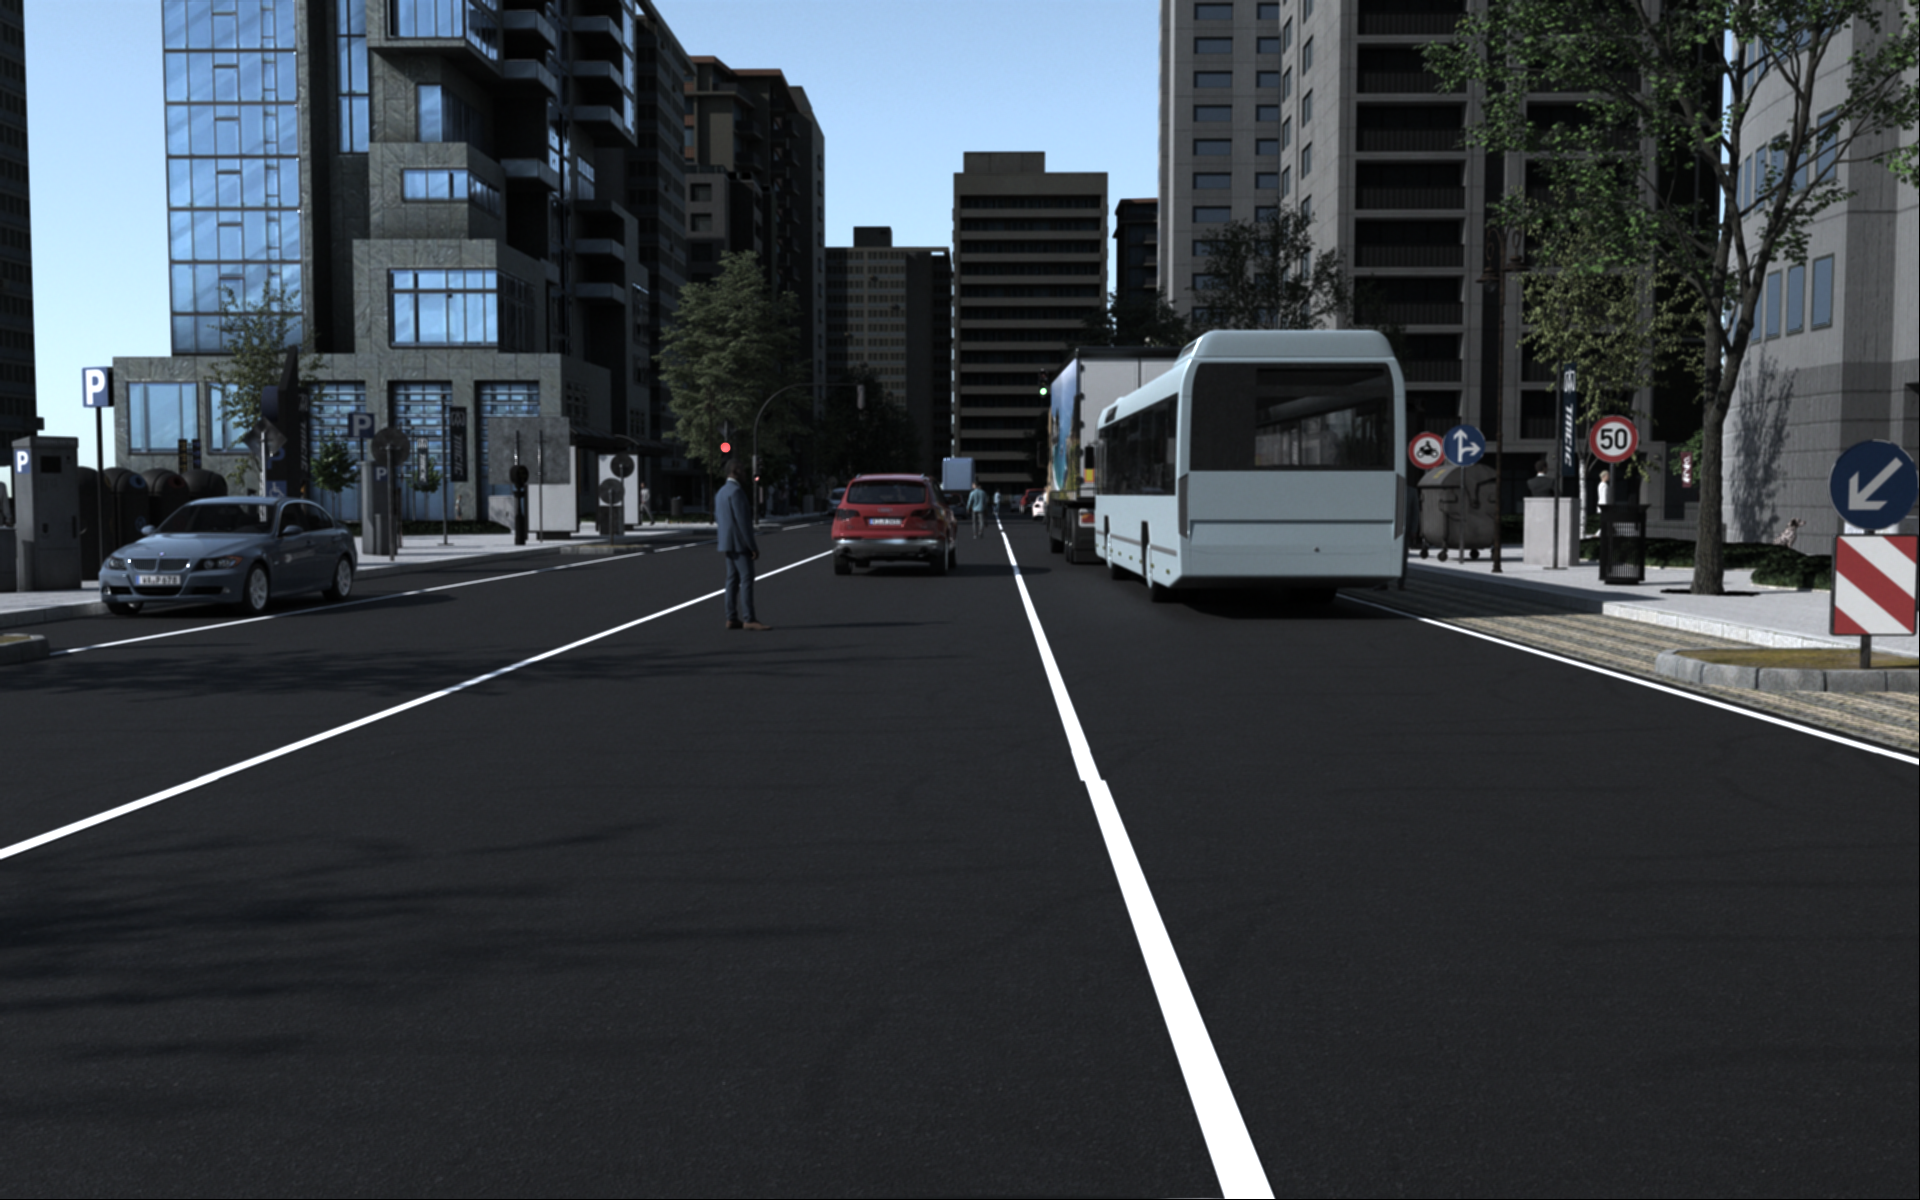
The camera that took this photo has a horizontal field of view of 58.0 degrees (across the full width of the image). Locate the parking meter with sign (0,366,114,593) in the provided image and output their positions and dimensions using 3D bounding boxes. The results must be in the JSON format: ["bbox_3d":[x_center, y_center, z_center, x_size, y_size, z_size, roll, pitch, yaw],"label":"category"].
[{"bbox_3d":[-12.225,-1.643,23.129,0.543,3.016,1.738,2,4,28],"label":"parking meter with sign"}]

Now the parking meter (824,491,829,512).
[{"bbox_3d":[-9.735,-7.206,126.221,0.372,1.533,0.369,0,3,0],"label":"parking meter"}]

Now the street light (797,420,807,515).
[{"bbox_3d":[-9.820,-8.243,107.554,0.468,5.910,1.993,0,4,1],"label":"street light"}]

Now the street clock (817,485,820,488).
[{"bbox_3d":[-11.522,-8.321,140.618,0.358,2.002,0.471,-2,4,-27],"label":"street clock"}]

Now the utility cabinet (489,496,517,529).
[{"bbox_3d":[-16.568,-3.162,62.860,1.020,1.237,0.306,0,4,8],"label":"utility cabinet"}]

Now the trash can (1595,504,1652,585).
[{"bbox_3d":[9.371,-0.785,24.494,0.748,1.137,0.748,0,3,0],"label":"trash can"}]

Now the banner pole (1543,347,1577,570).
[{"bbox_3d":[10.205,-2.401,29.269,0.401,3.779,0.863,0,4,-7],"label":"banner pole"}]

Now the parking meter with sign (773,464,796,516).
[{"bbox_3d":[-10.437,-6.493,102.419,1.738,3.016,0.543,3,5,45],"label":"parking meter with sign"}]

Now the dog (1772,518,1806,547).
[{"bbox_3d":[16.055,-1.197,33.945,0.513,0.831,0.800,-2,4,-24],"label":"dog"}]

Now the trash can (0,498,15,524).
[{"bbox_3d":[-39.358,-3.658,71.469,0.748,1.137,0.748,0,3,0],"label":"trash can"}]

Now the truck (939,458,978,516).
[{"bbox_3d":[-0.095,-8.107,122.311,2.967,4.110,18.799,0,3,0],"label":"truck"}]

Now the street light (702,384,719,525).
[{"bbox_3d":[-10.446,-6.108,72.646,0.468,5.910,1.993,0,4,1],"label":"street light"}]

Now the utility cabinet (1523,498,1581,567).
[{"bbox_3d":[10.615,-1.217,31.059,0.306,1.237,1.020,-2,4,-33],"label":"utility cabinet"}]

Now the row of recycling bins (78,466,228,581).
[{"bbox_3d":[-12.849,-1.226,27.158,1.069,1.692,3.534,1,4,14],"label":"row of recycling bins"}]

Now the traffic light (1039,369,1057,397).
[{"bbox_3d":[5.243,-5.410,63.118,4.771,5.953,1.251,0,4,1],"label":"traffic light"}]

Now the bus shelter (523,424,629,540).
[{"bbox_3d":[-11.342,-3.465,50.578,2.014,3.302,5.546,0,4,1],"label":"bus shelter"}]

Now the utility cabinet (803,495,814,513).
[{"bbox_3d":[-10.091,-6.347,114.938,0.306,1.237,1.020,2,4,27],"label":"utility cabinet"}]

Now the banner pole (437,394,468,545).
[{"bbox_3d":[-12.747,-3.273,43.536,0.863,3.779,0.401,-3,5,-41],"label":"banner pole"}]

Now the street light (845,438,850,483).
[{"bbox_3d":[-9.246,-10.392,142.702,0.468,5.910,1.993,0,4,1],"label":"street light"}]

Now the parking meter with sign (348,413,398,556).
[{"bbox_3d":[-12.369,-2.470,36.641,0.543,3.016,1.738,-3,4,-37],"label":"parking meter with sign"}]

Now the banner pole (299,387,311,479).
[{"bbox_3d":[-13.604,-2.795,35.710,0.401,3.779,0.863,1,4,10],"label":"banner pole"}]

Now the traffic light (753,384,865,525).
[{"bbox_3d":[-6.298,-5.920,71.456,4.771,5.953,1.251,0,4,1],"label":"traffic light"}]

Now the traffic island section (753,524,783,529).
[{"bbox_3d":[-8.430,-3.016,71.591,2.009,0.180,2.903,0,4,1],"label":"traffic island section"}]

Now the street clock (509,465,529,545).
[{"bbox_3d":[-11.080,-2.386,43.573,0.358,2.002,0.471,2,4,25],"label":"street clock"}]

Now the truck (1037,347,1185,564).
[{"bbox_3d":[3.372,-3.037,38.571,2.839,4.237,11.283,0,4,0],"label":"truck"}]

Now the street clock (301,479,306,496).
[{"bbox_3d":[-24.639,-3.667,64.522,0.471,2.002,0.358,1,4,12],"label":"street clock"}]

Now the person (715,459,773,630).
[{"bbox_3d":[-2.350,-0.591,18.349,0.419,1.800,0.721,-3,4,-38],"label":"person"}]

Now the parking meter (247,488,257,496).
[{"bbox_3d":[-29.636,-3.922,72.539,0.372,1.533,0.369,0,3,0],"label":"parking meter"}]

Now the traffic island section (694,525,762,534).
[{"bbox_3d":[-8.563,-2.528,63.607,2.009,0.180,2.903,0,4,1],"label":"traffic island section"}]

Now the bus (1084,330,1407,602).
[{"bbox_3d":[3.731,-1.908,26.053,2.948,3.499,13.247,0,3,0],"label":"bus"}]

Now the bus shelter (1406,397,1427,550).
[{"bbox_3d":[9.979,-3.157,42.903,1.731,3.624,6.357,0,4,1],"label":"bus shelter"}]

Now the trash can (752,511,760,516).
[{"bbox_3d":[-12.307,-5.629,103.692,0.748,1.137,0.748,0,3,0],"label":"trash can"}]

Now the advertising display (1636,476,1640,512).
[{"bbox_3d":[23.943,-3.423,61.185,0.123,1.923,0.974,1,4,22],"label":"advertising display"}]

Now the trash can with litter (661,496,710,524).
[{"bbox_3d":[-11.946,-3.938,75.450,2.233,1.210,1.678,0,4,-2],"label":"trash can with litter"}]

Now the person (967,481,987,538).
[{"bbox_3d":[0.551,-2.933,56.322,0.638,1.841,0.748,0,4,2],"label":"person"}]

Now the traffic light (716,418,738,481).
[{"bbox_3d":[-8.524,-4.560,63.472,0.839,4.253,0.868,0,4,1],"label":"traffic light"}]

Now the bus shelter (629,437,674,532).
[{"bbox_3d":[-11.693,-4.150,61.782,2.014,3.302,5.546,0,4,1],"label":"bus shelter"}]

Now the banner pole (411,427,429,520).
[{"bbox_3d":[-20.120,-4.552,64.436,0.863,3.779,0.401,1,4,13],"label":"banner pole"}]

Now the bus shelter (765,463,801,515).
[{"bbox_3d":[-11.373,-7.118,110.302,2.014,3.302,5.546,0,4,1],"label":"bus shelter"}]

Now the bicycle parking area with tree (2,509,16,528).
[{"bbox_3d":[-36.288,-4.477,60.204,8.231,4.147,9.016,2,4,24],"label":"bicycle parking area with tree"}]

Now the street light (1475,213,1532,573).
[{"bbox_3d":[8.783,-3.386,28.147,0.468,5.910,1.993,0,4,1],"label":"street light"}]
